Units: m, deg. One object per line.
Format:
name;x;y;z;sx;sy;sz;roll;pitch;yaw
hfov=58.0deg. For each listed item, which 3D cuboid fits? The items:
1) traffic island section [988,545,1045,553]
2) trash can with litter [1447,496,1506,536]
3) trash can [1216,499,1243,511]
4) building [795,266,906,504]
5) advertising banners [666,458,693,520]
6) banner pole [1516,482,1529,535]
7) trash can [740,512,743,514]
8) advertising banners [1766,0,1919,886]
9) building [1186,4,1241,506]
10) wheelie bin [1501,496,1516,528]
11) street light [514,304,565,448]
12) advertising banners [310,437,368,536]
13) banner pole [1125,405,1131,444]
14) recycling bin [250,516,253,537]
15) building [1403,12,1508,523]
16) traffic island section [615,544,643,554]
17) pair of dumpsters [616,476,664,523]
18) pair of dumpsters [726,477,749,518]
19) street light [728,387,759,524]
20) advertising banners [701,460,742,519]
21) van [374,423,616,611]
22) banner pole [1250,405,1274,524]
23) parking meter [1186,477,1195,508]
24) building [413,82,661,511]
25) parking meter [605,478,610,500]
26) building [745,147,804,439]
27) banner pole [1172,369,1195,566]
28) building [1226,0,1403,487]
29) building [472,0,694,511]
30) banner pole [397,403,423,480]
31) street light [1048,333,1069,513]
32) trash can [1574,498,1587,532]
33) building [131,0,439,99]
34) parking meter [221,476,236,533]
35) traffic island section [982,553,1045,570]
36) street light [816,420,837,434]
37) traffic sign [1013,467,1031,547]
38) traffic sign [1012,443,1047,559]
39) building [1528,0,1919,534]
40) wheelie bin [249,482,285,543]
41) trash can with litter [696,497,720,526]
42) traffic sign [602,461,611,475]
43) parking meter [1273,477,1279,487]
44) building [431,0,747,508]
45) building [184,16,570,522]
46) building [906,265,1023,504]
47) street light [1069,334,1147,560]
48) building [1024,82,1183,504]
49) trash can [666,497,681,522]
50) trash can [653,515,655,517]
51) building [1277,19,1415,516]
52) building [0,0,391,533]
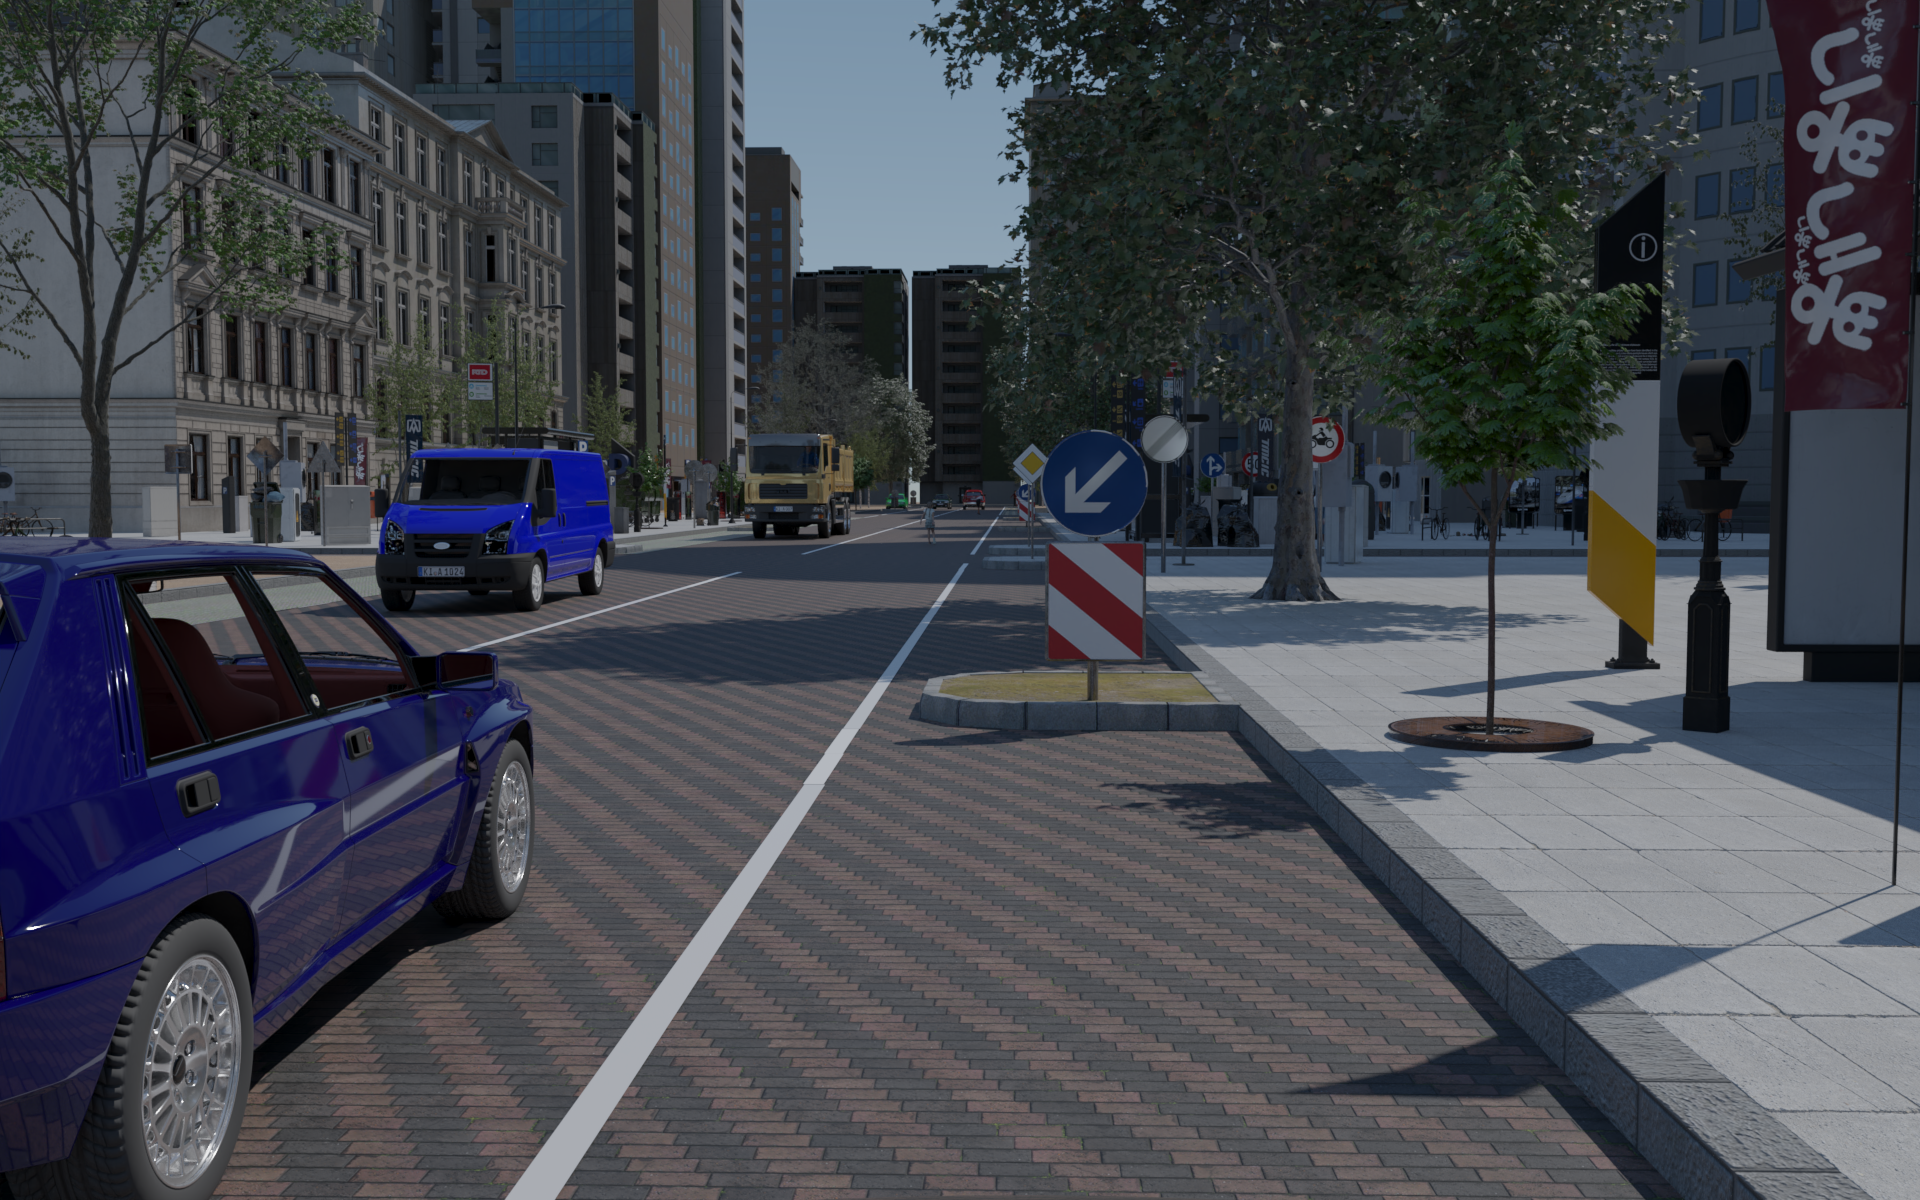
traffic island section;1.699;-1.220;42.227;2.009;0.180;2.903;0;4;2
trash can with litter;15.777;-2.559;52.899;2.233;1.210;1.678;-1;4;-14
trash can;7.530;-2.249;48.427;0.748;1.137;0.748;0;3;0
building;-13.801;-27.567;222.413;14.107;30.474;14.160;0;4;2
advertising banners;-13.876;-5.452;85.332;0.090;3.025;2.074;2;4;33
banner pole;17.752;-3.943;54.478;0.401;3.779;0.863;1;4;12
trash can;-13.134;-5.542;102.270;0.748;1.137;0.748;0;3;0
advertising banners;3.576;-0.572;5.548;2.074;3.025;0.090;0;4;5
building;31.746;-37.993;163.183;21.231;58.520;28.212;0;4;2
wheelie bin;21.034;-3.557;66.058;0.693;1.594;0.980;0;4;3
street light;-10.348;-4.280;42.517;1.470;5.913;1.316;0;4;2
advertising banners;-19.089;-3.493;53.306;2.074;3.025;0.090;1;4;16
banner pole;4.167;-3.223;42.709;0.863;3.779;0.401;-1;4;-9
recycling bin;-20.787;-2.410;51.951;0.722;1.027;0.722;3;4;36
building;28.670;-24.405;82.624;14.154;41.232;14.086;0;4;2
traffic island section;-8.987;-1.241;42.564;2.009;0.180;2.903;0;4;2
pair of dumpsters;-14.275;-4.548;76.857;1.574;2.255;4.437;0;4;2
pair of dumpsters;-11.822;-5.609;94.200;1.574;2.255;4.437;0;4;2
street light;-9.394;-6.283;75.263;1.470;5.913;1.316;0;4;2
advertising banners;-12.276;-5.690;89.221;2.074;3.025;0.090;-1;4;-14
van;-6.074;-1.136;22.966;2.240;2.365;5.245;0;4;1
banner pole;8.184;-3.503;47.287;0.863;3.779;0.401;-1;4;-11
parking meter;7.639;-3.203;58.086;0.399;1.863;0.255;3;5;40
building;-30.185;-21.622;125.225;14.160;30.474;14.107;0;4;2
parking meter;-11.350;-3.015;55.010;0.255;1.863;0.399;3;5;44
building;-27.932;-35.033;222.895;14.200;45.320;14.600;0;4;2
banner pole;3.920;-2.498;30.854;0.401;3.779;0.863;2;4;27
building;32.679;-31.371;132.526;23.786;49.044;30.456;0;4;2
building;-29.433;-29.894;138.882;14.600;45.320;14.200;0;4;2
banner pole;-15.277;-3.547;48.013;0.863;3.779;0.401;-2;4;-31
street light;3.362;-4.736;49.978;1.470;5.913;1.316;0;4;2
trash can;21.085;-2.867;58.528;0.748;1.137;0.748;0;3;0
building;-63.951;-35.312;166.593;27.495;52.752;28.713;0;4;2
parking meter;-23.876;-3.108;56.529;0.399;1.863;0.255;2;4;32
traffic island section;1.451;-0.732;34.246;2.009;0.180;2.903;0;4;2
street light;-8.382;-8.285;108.007;1.470;5.913;1.316;0;4;2
traffic sign;1.676;-2.355;42.150;0.795;2.450;0.064;0;4;2
traffic sign;1.427;-1.867;34.169;0.795;2.450;0.064;0;4;2
building;37.268;-31.889;63.379;28.212;58.520;21.231;0;4;2
wheelie bin;-18.033;-2.272;45.063;0.980;1.594;0.693;0;4;4
trash can with litter;-10.251;-3.593;70.133;1.055;1.170;0.624;0;4;4
traffic sign;-8.963;-2.377;42.501;0.795;2.450;0.064;0;4;2
parking meter;10.029;-3.051;55.603;0.255;1.863;0.399;-3;4;-36
building;-35.577;-38.355;169.108;28.212;58.520;21.231;0;4;2
building;-30.810;-16.747;92.903;14.460;24.649;34.723;0;4;2
building;0.939;-27.496;221.263;14.107;30.474;14.160;0;4;2
street light;2.942;-3.744;33.752;1.470;5.913;1.316;0;4;2
building;22.118;-39.056;227.802;27.495;52.752;28.713;0;4;2
trash can;-13.452;-4.249;81.128;0.748;1.137;0.748;0;3;0
trash can;-17.417;-5.229;97.143;0.748;1.137;0.748;0;3;0
building;26.985;-20.652;109.361;14.160;30.474;14.107;0;4;2
building;-30.268;-12.322;66.089;10.561;19.102;19.286;0;4;2
